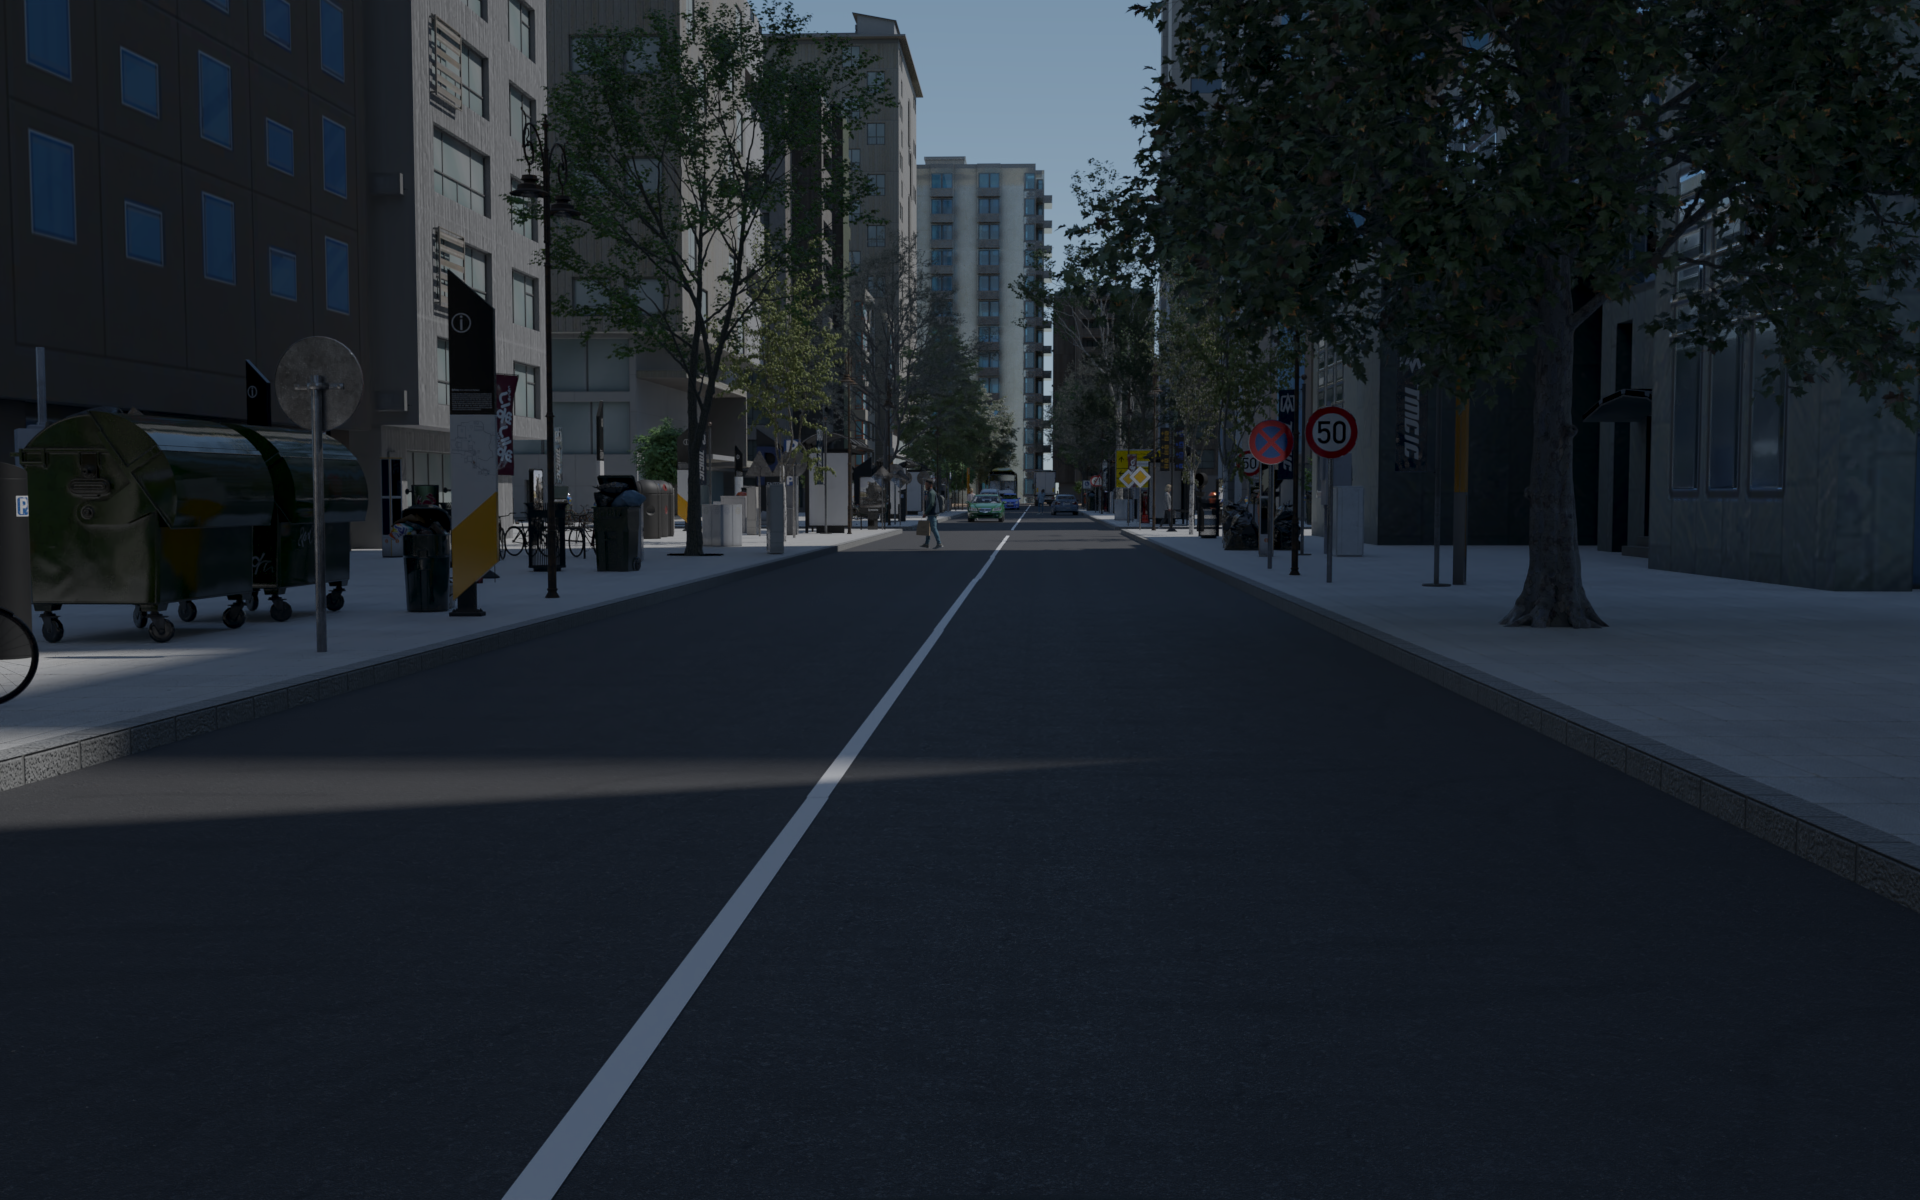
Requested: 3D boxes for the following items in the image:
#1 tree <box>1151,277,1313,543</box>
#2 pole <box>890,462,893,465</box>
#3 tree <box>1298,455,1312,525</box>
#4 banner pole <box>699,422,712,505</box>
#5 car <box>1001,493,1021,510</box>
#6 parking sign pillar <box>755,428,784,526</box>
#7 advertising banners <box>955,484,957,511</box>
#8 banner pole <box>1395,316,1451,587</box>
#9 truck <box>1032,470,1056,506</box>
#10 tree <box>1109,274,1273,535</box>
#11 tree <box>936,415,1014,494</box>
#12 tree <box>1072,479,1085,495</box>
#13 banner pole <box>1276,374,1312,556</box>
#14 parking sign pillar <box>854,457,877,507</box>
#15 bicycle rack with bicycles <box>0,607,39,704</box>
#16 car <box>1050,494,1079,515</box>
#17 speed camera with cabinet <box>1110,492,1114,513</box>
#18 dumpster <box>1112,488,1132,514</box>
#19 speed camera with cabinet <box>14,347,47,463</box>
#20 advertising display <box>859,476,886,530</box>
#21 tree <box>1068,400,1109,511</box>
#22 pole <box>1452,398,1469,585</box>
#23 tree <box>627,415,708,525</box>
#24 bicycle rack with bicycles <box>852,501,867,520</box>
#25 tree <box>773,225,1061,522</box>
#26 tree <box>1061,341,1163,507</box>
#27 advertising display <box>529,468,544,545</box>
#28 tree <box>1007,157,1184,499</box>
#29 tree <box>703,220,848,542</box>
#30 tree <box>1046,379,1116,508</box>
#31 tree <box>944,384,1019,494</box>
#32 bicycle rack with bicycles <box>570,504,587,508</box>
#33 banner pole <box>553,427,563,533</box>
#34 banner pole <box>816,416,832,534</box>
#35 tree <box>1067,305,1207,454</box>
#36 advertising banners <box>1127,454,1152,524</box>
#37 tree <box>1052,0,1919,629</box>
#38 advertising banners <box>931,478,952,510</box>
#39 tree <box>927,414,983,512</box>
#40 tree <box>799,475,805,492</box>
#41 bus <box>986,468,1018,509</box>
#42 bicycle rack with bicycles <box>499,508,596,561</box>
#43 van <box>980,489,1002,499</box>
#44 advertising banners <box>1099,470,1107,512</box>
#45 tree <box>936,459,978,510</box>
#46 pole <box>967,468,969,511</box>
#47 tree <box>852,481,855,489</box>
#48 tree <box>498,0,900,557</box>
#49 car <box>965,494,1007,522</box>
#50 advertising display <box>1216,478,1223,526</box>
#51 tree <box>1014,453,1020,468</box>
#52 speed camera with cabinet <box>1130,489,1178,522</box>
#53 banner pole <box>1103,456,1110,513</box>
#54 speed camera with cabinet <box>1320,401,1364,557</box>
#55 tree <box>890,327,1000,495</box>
[{"bbox_3d":[7.169,-5.792,45.056,4.737,8.622,4.395,0,3,0],"label":"tree"},{"bbox_3d":[-4.207,-6.897,106.614,0.158,3.312,0.155,0,3,0],"label":"pole"},{"bbox_3d":[14.983,-4.727,71.883,1.663,3.219,1.824,0,3,0],"label":"tree"},{"bbox_3d":[-8.905,-4.313,60.533,0.863,3.779,0.401,2,4,33],"label":"banner pole"},{"bbox_3d":[4.554,-9.037,157.349,1.945,1.707,3.694,0,4,1],"label":"car"},{"bbox_3d":[-7.690,-5.037,70.823,1.447,3.967,1.447,0,4,4],"label":"parking sign pillar"},{"bbox_3d":[-0.299,-8.185,130.014,0.090,3.025,2.074,0,4,1],"label":"advertising banners"},{"bbox_3d":[6.444,-2.087,24.134,0.863,3.779,0.401,2,4,35],"label":"banner pole"},{"bbox_3d":[10.200,-13.473,209.191,2.839,4.237,11.283,0,4,2],"label":"truck"},{"bbox_3d":[7.552,-6.380,54.668,4.360,8.622,3.978,0,3,0],"label":"tree"},{"bbox_3d":[0.728,-14.906,178.118,7.601,10.594,8.767,1,4,12],"label":"tree"},{"bbox_3d":[15.344,-13.875,221.450,1.663,3.219,1.824,0,3,0],"label":"tree"},{"bbox_3d":[7.009,-2.835,36.372,0.401,3.779,0.863,-3,5,-45],"label":"banner pole"},{"bbox_3d":[-6.983,-8.339,124.821,1.447,3.967,1.447,0,4,5],"label":"parking sign pillar"},{"bbox_3d":[-7.042,0.185,10.351,2.925,0.926,2.852,0,4,-8],"label":"bicycle rack with bicycles"},{"bbox_3d":[7.144,-6.498,118.247,2.014,1.417,4.499,0,4,1],"label":"car"},{"bbox_3d":[11.046,-7.403,115.379,2.038,3.252,0.660,0,4,-4],"label":"speed camera with cabinet"},{"bbox_3d":[10.566,-6.533,112.575,1.264,1.857,1.865,0,4,2],"label":"dumpster"},{"bbox_3d":[-12.857,-1.746,22.880,2.038,3.252,0.660,-2,4,-33],"label":"speed camera with cabinet"},{"bbox_3d":[-3.138,-3.491,62.288,0.974,1.923,0.123,0,4,2],"label":"advertising display"},{"bbox_3d":[10.168,-10.905,128.657,4.360,8.622,3.978,0,3,0],"label":"tree"},{"bbox_3d":[7.065,-1.869,24.400,0.158,3.312,0.155,0,3,0],"label":"pole"},{"bbox_3d":[-12.287,-5.420,72.326,4.285,4.588,4.351,0,3,0],"label":"tree"},{"bbox_3d":[-5.518,-4.438,85.940,2.925,0.926,2.852,1,4,17],"label":"bicycle rack with bicycles"},{"bbox_3d":[-3.277,-10.280,78.448,12.009,13.543,11.850,0,3,0],"label":"tree"},{"bbox_3d":[11.229,-13.819,136.303,12.009,13.543,11.850,0,3,0],"label":"tree"},{"bbox_3d":[-10.682,-2.353,43.687,0.123,1.923,0.974,0,4,0],"label":"advertising display"},{"bbox_3d":[8.049,-14.963,100.542,12.611,20.169,13.585,0,3,0],"label":"tree"},{"bbox_3d":[-4.800,-5.865,46.249,4.737,8.622,4.395,0,3,0],"label":"tree"},{"bbox_3d":[11.337,-14.077,155.918,9.928,11.665,9.643,0,3,0],"label":"tree"},{"bbox_3d":[2.295,-17.512,192.974,9.857,13.997,8.962,0,3,0],"label":"tree"},{"bbox_3d":[-13.055,-2.809,59.317,2.925,0.926,2.852,0,4,5],"label":"bicycle rack with bicycles"},{"bbox_3d":[-13.287,-4.095,56.970,0.401,3.779,0.863,-3,5,-45],"label":"banner pole"},{"bbox_3d":[-4.440,-4.026,55.839,0.401,3.779,0.863,-2,4,-32],"label":"banner pole"},{"bbox_3d":[8.755,-9.278,86.100,7.601,10.594,8.767,-2,4,-25],"label":"tree"},{"bbox_3d":[8.095,-4.843,75.365,2.074,3.025,0.090,3,5,43],"label":"advertising banners"},{"bbox_3d":[5.685,-6.092,16.608,9.611,12.733,9.660,0,3,0],"label":"tree"},{"bbox_3d":[-1.489,-8.851,140.908,2.074,3.025,0.090,2,4,28],"label":"advertising banners"},{"bbox_3d":[-0.632,-10.651,124.512,4.737,8.622,4.395,0,3,0],"label":"tree"},{"bbox_3d":[-7.844,-5.979,92.354,1.663,3.219,1.824,0,3,0],"label":"tree"},{"bbox_3d":[4.140,-10.635,165.435,2.896,3.916,12.252,0,4,3],"label":"bus"},{"bbox_3d":[-8.656,-1.303,34.693,2.852,0.926,2.925,-2,4,-35],"label":"bicycle rack with bicycles"},{"bbox_3d":[2.225,-7.573,130.823,2.013,2.044,4.112,0,4,4],"label":"van"},{"bbox_3d":[10.465,-7.854,124.597,0.090,3.025,2.074,2,4,30],"label":"advertising banners"},{"bbox_3d":[-0.084,-10.232,151.009,4.285,4.588,4.351,0,3,0],"label":"tree"},{"bbox_3d":[0.638,-8.633,134.997,0.158,3.312,0.155,0,3,0],"label":"pole"},{"bbox_3d":[-7.170,-6.841,106.455,1.663,3.219,1.824,0,3,0],"label":"tree"},{"bbox_3d":[-5.357,-6.725,35.702,9.928,11.665,9.643,0,3,0],"label":"tree"},{"bbox_3d":[1.368,-4.771,89.800,2.131,1.459,4.920,0,4,3],"label":"car"},{"bbox_3d":[10.534,-3.958,69.932,0.123,1.923,0.974,2,4,26],"label":"advertising display"},{"bbox_3d":[3.387,-17.325,217.667,8.767,10.594,7.601,0,4,2],"label":"tree"},{"bbox_3d":[9.054,-5.244,80.078,2.038,3.252,0.660,0,4,-3],"label":"speed camera with cabinet"},{"bbox_3d":[9.691,-7.613,114.494,0.863,3.779,0.401,-2,4,-35],"label":"banner pole"},{"bbox_3d":[8.015,-2.567,36.302,0.660,3.252,2.038,0,4,2],"label":"speed camera with cabinet"},{"bbox_3d":[-1.208,-12.105,116.046,7.486,12.596,7.792,0,3,0],"label":"tree"}]
